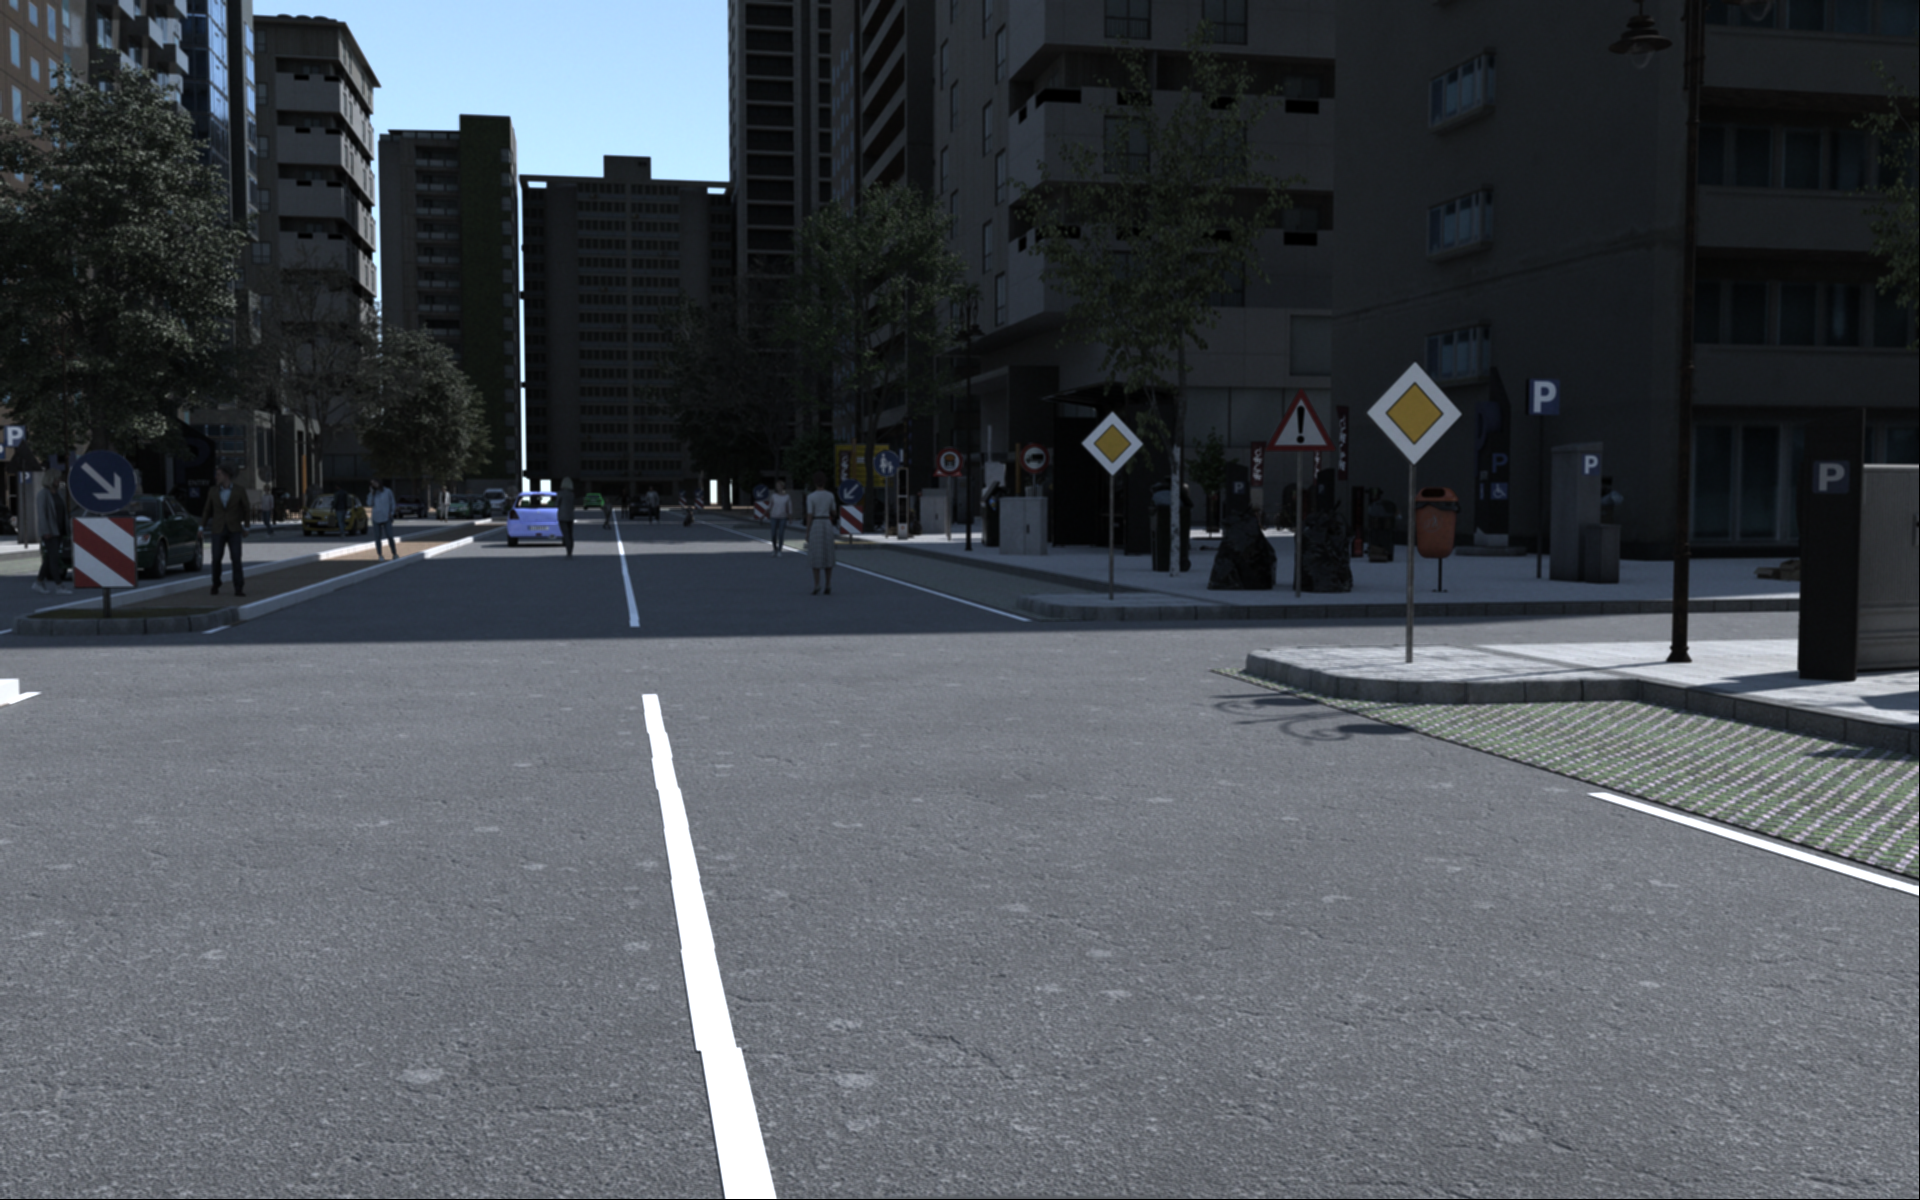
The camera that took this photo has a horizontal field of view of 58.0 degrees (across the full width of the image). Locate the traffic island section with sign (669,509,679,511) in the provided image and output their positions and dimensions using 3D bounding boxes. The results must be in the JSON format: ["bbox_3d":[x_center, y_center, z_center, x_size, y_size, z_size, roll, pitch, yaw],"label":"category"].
[{"bbox_3d":[-23.920,-8.554,148.491,1.989,1.847,2.006,-1,4,-11],"label":"traffic island section with sign"}]

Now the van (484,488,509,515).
[{"bbox_3d":[-32.105,-6.875,119.425,2.013,2.044,4.112,-1,4,-13],"label":"van"}]

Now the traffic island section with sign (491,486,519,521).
[{"bbox_3d":[-23.852,-5.138,92.146,2.006,1.907,1.989,-1,4,-11],"label":"traffic island section with sign"}]

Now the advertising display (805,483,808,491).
[{"bbox_3d":[-8.305,-5.477,94.755,0.123,1.923,0.974,-1,4,-20],"label":"advertising display"}]

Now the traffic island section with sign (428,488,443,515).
[{"bbox_3d":[-35.522,-6.689,117.987,1.989,1.847,2.006,-1,4,-11],"label":"traffic island section with sign"}]

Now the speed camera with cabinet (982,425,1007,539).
[{"bbox_3d":[0.982,-3.353,49.161,0.660,3.252,2.038,0,4,5],"label":"speed camera with cabinet"}]

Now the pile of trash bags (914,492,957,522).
[{"bbox_3d":[-1.237,-4.281,79.744,1.912,1.369,3.447,-2,4,-24],"label":"pile of trash bags"}]

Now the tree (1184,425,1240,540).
[{"bbox_3d":[7.177,-3.313,48.767,1.663,3.219,1.824,0,3,0],"label":"tree"}]

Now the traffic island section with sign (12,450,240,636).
[{"bbox_3d":[-8.955,-0.633,18.493,2.006,1.907,1.989,-1,4,-11],"label":"traffic island section with sign"}]

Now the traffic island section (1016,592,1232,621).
[{"bbox_3d":[1.852,0.077,21.014,2.009,0.180,2.903,-1,4,-11],"label":"traffic island section"}]

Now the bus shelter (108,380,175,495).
[{"bbox_3d":[-29.196,-5.181,62.335,2.179,5.291,8.768,-1,4,-11],"label":"bus shelter"}]

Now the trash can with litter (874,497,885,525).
[{"bbox_3d":[-3.191,-3.698,71.855,1.055,1.170,0.624,-1,4,-13],"label":"trash can with litter"}]

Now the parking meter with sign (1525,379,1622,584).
[{"bbox_3d":[9.067,-1.790,25.520,0.543,3.016,1.738,-1,4,-17],"label":"parking meter with sign"}]

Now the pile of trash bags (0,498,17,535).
[{"bbox_3d":[-30.963,-2.711,54.081,3.447,1.369,1.912,3,5,40],"label":"pile of trash bags"}]

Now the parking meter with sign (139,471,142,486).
[{"bbox_3d":[-27.750,-3.770,57.901,1.738,3.016,0.543,-1,4,-11],"label":"parking meter with sign"}]

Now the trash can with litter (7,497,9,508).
[{"bbox_3d":[-36.337,-3.354,65.902,1.678,1.210,2.233,0,4,-6],"label":"trash can with litter"}]

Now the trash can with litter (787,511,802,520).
[{"bbox_3d":[-8.205,-4.538,85.258,2.233,1.210,1.678,-1,4,-10],"label":"trash can with litter"}]

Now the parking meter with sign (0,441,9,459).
[{"bbox_3d":[-33.643,-3.885,59.787,1.738,3.016,0.543,2,4,34],"label":"parking meter with sign"}]

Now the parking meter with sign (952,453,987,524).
[{"bbox_3d":[0.231,-4.736,73.699,1.738,3.016,0.543,1,4,14],"label":"parking meter with sign"}]

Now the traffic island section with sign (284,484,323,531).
[{"bbox_3d":[-25.505,-3.656,68.403,1.989,1.847,2.006,-1,4,-11],"label":"traffic island section with sign"}]

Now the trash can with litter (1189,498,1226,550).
[{"bbox_3d":[5.887,-1.758,39.804,2.233,1.210,1.678,0,4,-2],"label":"trash can with litter"}]

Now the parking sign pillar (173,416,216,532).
[{"bbox_3d":[-26.303,-4.347,59.542,1.447,3.967,1.447,-1,4,-13],"label":"parking sign pillar"}]

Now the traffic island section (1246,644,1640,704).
[{"bbox_3d":[3.434,0.556,13.187,2.009,0.180,2.903,-1,4,-11],"label":"traffic island section"}]

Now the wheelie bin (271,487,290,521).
[{"bbox_3d":[-32.377,-4.556,82.401,0.980,1.594,0.693,-2,4,-28],"label":"wheelie bin"}]

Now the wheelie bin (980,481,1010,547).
[{"bbox_3d":[0.878,-2.109,42.393,0.693,1.594,0.980,-1,4,-11],"label":"wheelie bin"}]

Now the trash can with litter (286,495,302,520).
[{"bbox_3d":[-32.608,-4.574,85.847,2.233,1.210,1.678,0,4,-6],"label":"trash can with litter"}]

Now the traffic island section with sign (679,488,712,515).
[{"bbox_3d":[-18.449,-6.900,121.450,1.989,1.847,2.006,-1,4,-11],"label":"traffic island section with sign"}]

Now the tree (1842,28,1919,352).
[{"bbox_3d":[15.977,-4.699,27.195,4.737,8.622,4.395,0,3,0],"label":"tree"}]

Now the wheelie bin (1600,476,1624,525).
[{"bbox_3d":[11.038,-1.361,30.158,0.980,1.594,0.693,1,4,9],"label":"wheelie bin"}]

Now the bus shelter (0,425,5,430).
[{"bbox_3d":[-22.624,-2.657,37.371,2.014,3.302,5.546,-1,4,-11],"label":"bus shelter"}]

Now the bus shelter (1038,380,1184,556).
[{"bbox_3d":[3.331,-2.922,39.051,1.731,3.624,6.357,-1,4,-11],"label":"bus shelter"}]

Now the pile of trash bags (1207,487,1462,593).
[{"bbox_3d":[4.979,-0.825,23.243,3.447,1.369,1.912,2,4,30],"label":"pile of trash bags"}]

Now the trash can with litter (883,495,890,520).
[{"bbox_3d":[-3.876,-4.680,87.581,2.233,1.210,1.678,1,4,17],"label":"trash can with litter"}]

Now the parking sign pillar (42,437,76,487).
[{"bbox_3d":[-35.652,-4.907,68.704,1.447,3.967,1.447,2,4,34],"label":"parking sign pillar"}]

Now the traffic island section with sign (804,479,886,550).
[{"bbox_3d":[-3.057,-2.242,45.280,1.989,1.847,2.006,-1,4,-11],"label":"traffic island section with sign"}]

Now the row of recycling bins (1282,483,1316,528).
[{"bbox_3d":[14.069,-3.605,66.056,3.534,1.692,1.069,0,4,-6],"label":"row of recycling bins"}]

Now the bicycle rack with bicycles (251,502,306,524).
[{"bbox_3d":[-30.964,-3.962,78.167,2.925,0.926,2.852,3,4,37],"label":"bicycle rack with bicycles"}]

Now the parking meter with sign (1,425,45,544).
[{"bbox_3d":[-24.005,-2.971,44.837,0.543,3.016,1.738,0,4,-3],"label":"parking meter with sign"}]

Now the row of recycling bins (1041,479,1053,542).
[{"bbox_3d":[3.731,-2.370,45.862,3.534,1.692,1.069,1,4,22],"label":"row of recycling bins"}]

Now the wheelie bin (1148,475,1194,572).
[{"bbox_3d":[3.490,-1.278,28.798,0.693,1.594,0.980,0,4,-5],"label":"wheelie bin"}]

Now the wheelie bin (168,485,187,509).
[{"bbox_3d":[-25.862,-3.013,57.170,0.693,1.594,0.980,-2,4,-28],"label":"wheelie bin"}]

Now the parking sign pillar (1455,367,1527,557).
[{"bbox_3d":[11.101,-2.914,36.121,1.447,3.967,1.447,0,4,4],"label":"parking sign pillar"}]

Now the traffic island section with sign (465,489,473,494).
[{"bbox_3d":[-40.901,-8.313,144.553,1.989,1.847,2.006,-1,4,-11],"label":"traffic island section with sign"}]

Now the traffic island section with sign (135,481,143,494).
[{"bbox_3d":[-20.105,-2.023,41.698,1.989,1.847,2.006,-1,4,-11],"label":"traffic island section with sign"}]

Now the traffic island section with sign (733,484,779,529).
[{"bbox_3d":[-8.396,-3.858,71.704,1.989,1.847,2.006,-1,4,-11],"label":"traffic island section with sign"}]

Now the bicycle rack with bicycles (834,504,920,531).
[{"bbox_3d":[-2.681,-2.903,60.839,2.925,0.926,2.852,1,4,14],"label":"bicycle rack with bicycles"}]

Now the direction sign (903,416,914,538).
[{"bbox_3d":[-1.524,-3.587,50.643,0.379,3.537,0.876,-1,4,-18],"label":"direction sign"}]

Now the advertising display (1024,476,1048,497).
[{"bbox_3d":[2.687,-3.439,61.444,0.974,1.923,0.123,3,5,41],"label":"advertising display"}]

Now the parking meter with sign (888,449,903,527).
[{"bbox_3d":[-2.422,-4.336,67.146,0.543,3.016,1.738,-1,4,-21],"label":"parking meter with sign"}]

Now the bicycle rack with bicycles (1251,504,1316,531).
[{"bbox_3d":[11.692,-2.907,60.911,2.852,0.926,2.925,0,4,-7],"label":"bicycle rack with bicycles"}]

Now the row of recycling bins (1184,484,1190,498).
[{"bbox_3d":[6.332,-2.930,55.023,1.069,1.692,3.534,2,4,29],"label":"row of recycling bins"}]

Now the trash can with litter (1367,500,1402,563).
[{"bbox_3d":[8.020,-1.307,32.762,0.624,1.170,1.055,1,4,16],"label":"trash can with litter"}]
